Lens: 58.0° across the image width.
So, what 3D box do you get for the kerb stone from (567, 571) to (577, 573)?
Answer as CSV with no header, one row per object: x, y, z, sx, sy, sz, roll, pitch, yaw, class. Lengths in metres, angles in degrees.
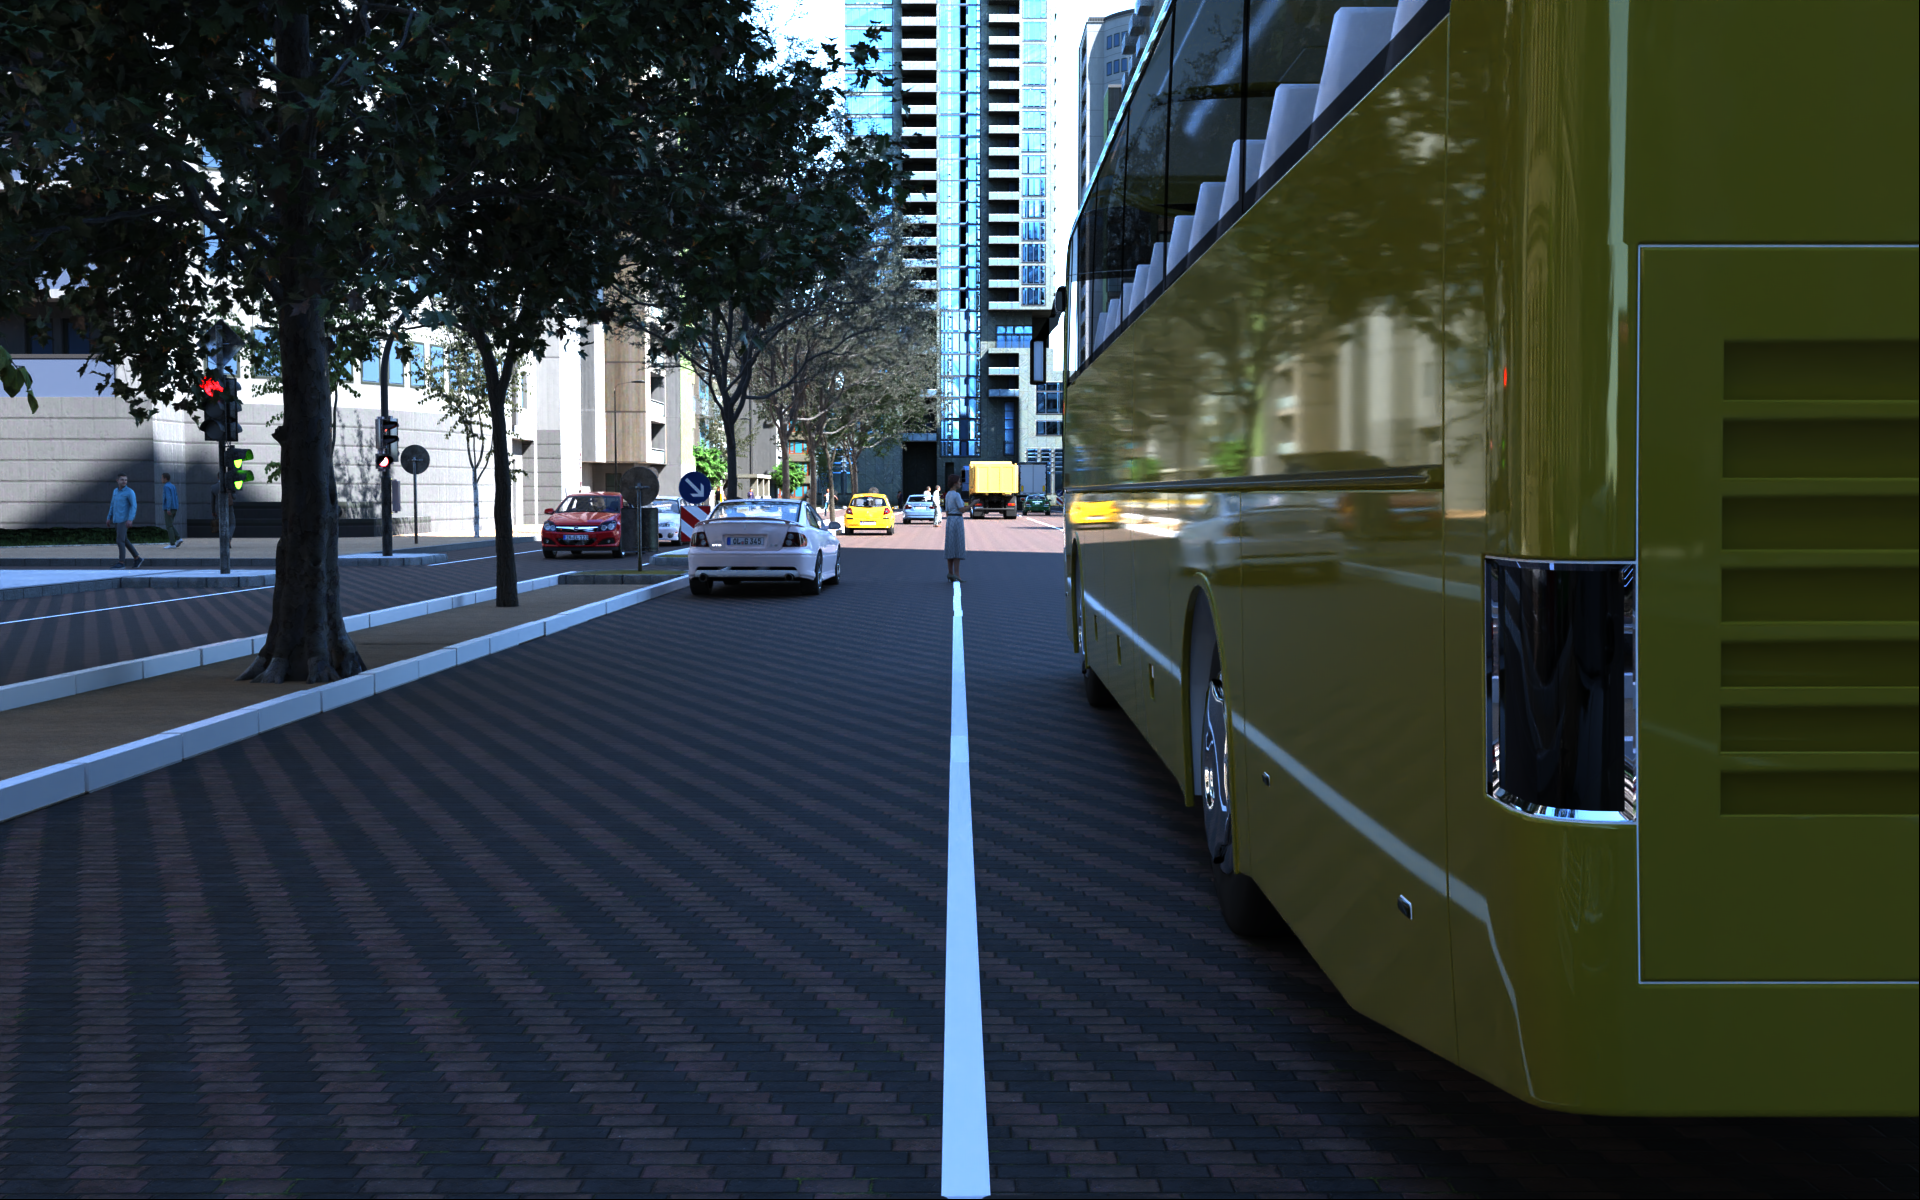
-6.385,-0.367,28.198,0.120,0.150,1.000,0,4,0,kerb stone

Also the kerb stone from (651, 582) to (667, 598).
-4.270,-0.121,24.171,0.120,0.150,1.000,0,4,0,kerb stone

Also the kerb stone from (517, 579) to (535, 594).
-6.380,-0.178,25.112,0.120,0.150,1.000,0,4,0,kerb stone

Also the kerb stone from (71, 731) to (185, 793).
-4.231,0.823,8.790,0.120,0.150,1.000,0,4,0,kerb stone

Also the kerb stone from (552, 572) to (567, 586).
-6.383,-0.304,27.163,0.120,0.150,1.000,0,4,0,kerb stone

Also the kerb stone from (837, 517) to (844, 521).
-6.565,-4.416,94.401,0.120,0.150,1.000,0,4,0,kerb stone

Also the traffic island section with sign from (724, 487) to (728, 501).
-11.706,-4.874,88.318,1.989,1.847,2.006,0,4,0,traffic island section with sign

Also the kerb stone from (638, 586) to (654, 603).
-4.271,-0.058,23.146,0.120,0.150,1.000,0,4,0,kerb stone

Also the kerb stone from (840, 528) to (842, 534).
-4.379,-2.409,61.589,0.120,0.150,1.000,0,4,0,kerb stone

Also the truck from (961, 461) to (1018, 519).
1.878,-6.483,101.926,3.469,3.379,9.791,0,4,-1,truck

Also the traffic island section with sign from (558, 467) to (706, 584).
-5.331,-1.227,28.197,2.006,1.907,1.989,0,4,0,traffic island section with sign

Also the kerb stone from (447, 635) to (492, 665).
-4.254,0.444,14.940,0.120,0.150,1.000,0,4,0,kerb stone

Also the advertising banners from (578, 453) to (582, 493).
-14.502,-4.278,66.135,0.090,3.025,2.074,-1,4,-10,advertising banners

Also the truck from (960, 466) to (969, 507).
1.236,-10.357,159.102,2.967,4.110,18.799,0,4,2,truck

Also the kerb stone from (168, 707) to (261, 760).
-4.237,0.757,9.811,0.120,0.150,1.000,0,4,0,kerb stone

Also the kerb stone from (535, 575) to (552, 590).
-6.379,-0.241,26.134,0.120,0.150,1.000,0,4,0,kerb stone

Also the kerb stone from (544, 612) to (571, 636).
-4.248,0.262,18.009,0.120,0.150,1.000,0,4,0,kerb stone

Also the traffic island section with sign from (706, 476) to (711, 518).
-5.342,-1.680,35.604,2.006,1.907,1.989,0,4,0,traffic island section with sign

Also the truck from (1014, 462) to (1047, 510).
6.252,-10.265,156.739,2.839,4.237,11.283,0,4,-1,truck

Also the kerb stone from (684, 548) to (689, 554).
-6.422,-1.093,40.062,0.120,0.150,1.000,0,4,0,kerb stone

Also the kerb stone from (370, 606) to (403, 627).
-6.354,0.197,18.978,0.120,0.150,1.000,0,4,0,kerb stone

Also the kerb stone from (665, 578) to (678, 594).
-4.274,-0.183,25.196,0.120,0.150,1.000,0,4,0,kerb stone

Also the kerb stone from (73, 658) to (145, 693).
-6.351,0.573,12.827,0.120,0.150,1.000,0,4,0,kerb stone

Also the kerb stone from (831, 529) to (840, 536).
-4.372,-2.347,60.567,0.120,0.150,1.000,0,4,0,kerb stone

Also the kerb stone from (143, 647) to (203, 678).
-6.354,0.514,13.849,0.120,0.150,1.000,0,4,0,kerb stone

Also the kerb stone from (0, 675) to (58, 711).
-6.342,0.636,11.805,0.120,0.150,1.000,0,4,0,kerb stone

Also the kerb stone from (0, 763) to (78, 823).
-4.237,0.885,7.767,0.120,0.150,1.000,0,4,0,kerb stone

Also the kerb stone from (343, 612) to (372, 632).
-6.355,0.260,17.951,0.120,0.150,1.000,0,4,0,kerb stone

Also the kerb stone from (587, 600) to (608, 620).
-4.266,0.130,20.065,0.120,0.150,1.000,0,4,0,kerb stone

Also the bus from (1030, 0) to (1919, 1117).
2.036,-1.033,8.438,2.896,3.916,12.252,0,3,0,bus

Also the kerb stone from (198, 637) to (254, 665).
-6.349,0.447,14.881,0.120,0.150,1.000,0,4,0,kerb stone

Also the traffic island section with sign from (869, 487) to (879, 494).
-5.557,-6.276,110.742,2.006,1.907,1.989,0,4,0,traffic island section with sign

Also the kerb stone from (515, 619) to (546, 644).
-4.262,0.323,16.987,0.120,0.150,1.000,0,4,0,kerb stone

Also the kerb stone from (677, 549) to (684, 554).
-6.418,-1.030,39.034,0.120,0.150,1.000,0,4,0,kerb stone

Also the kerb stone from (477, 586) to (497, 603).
-6.370,-0.052,23.068,0.120,0.150,1.000,0,4,0,kerb stone

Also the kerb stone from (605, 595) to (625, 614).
-4.264,0.070,21.099,0.120,0.150,1.000,0,4,0,kerb stone

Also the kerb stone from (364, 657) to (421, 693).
-4.247,0.569,12.896,0.120,0.150,1.000,0,4,0,kerb stone

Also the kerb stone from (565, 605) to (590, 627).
-4.256,0.194,19.032,0.120,0.150,1.000,0,4,0,kerb stone

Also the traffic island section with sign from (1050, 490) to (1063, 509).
9.397,-9.631,166.092,1.989,1.847,2.006,0,4,0,traffic island section with sign

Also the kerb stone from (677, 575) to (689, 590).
-4.276,-0.246,26.218,0.120,0.150,1.000,0,4,0,kerb stone

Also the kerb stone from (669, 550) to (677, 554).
-6.416,-0.967,38.006,0.120,0.150,1.000,0,4,0,kerb stone

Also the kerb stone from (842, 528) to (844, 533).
-4.379,-2.470,62.614,0.120,0.150,1.000,0,4,0,kerb stone

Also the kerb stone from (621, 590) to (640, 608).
-4.269,0.005,22.121,0.120,0.150,1.000,0,4,0,kerb stone

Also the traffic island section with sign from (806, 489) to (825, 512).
-11.843,-7.894,137.690,1.989,1.847,2.006,0,4,0,traffic island section with sign

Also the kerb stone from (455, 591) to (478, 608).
-6.370,0.009,22.044,0.120,0.150,1.000,0,4,0,kerb stone

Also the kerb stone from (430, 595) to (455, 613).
-6.370,0.072,21.022,0.120,0.150,1.000,0,4,0,kerb stone

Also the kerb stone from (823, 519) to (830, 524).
-6.545,-3.851,85.159,0.120,0.150,1.000,0,4,0,kerb stone

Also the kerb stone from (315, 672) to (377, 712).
-4.240,0.640,11.856,0.120,0.150,1.000,0,4,0,kerb stone

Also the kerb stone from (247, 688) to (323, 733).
-4.243,0.695,10.833,0.120,0.150,1.000,0,4,0,kerb stone

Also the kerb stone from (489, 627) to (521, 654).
-4.255,0.384,15.965,0.120,0.150,1.000,0,4,0,kerb stone

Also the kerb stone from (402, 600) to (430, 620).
-6.367,0.134,20.000,0.120,0.150,1.000,0,4,0,kerb stone

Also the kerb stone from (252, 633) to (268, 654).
-6.343,0.390,15.904,0.120,0.150,1.000,0,4,0,kerb stone

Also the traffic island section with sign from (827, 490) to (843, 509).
-11.917,-9.554,164.840,1.989,1.847,2.006,0,4,0,traffic island section with sign

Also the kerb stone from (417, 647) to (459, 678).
-4.253,0.514,13.918,0.120,0.150,1.000,0,4,0,kerb stone

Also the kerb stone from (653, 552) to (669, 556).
-6.407,-0.901,36.984,0.120,0.150,1.000,0,4,0,kerb stone
